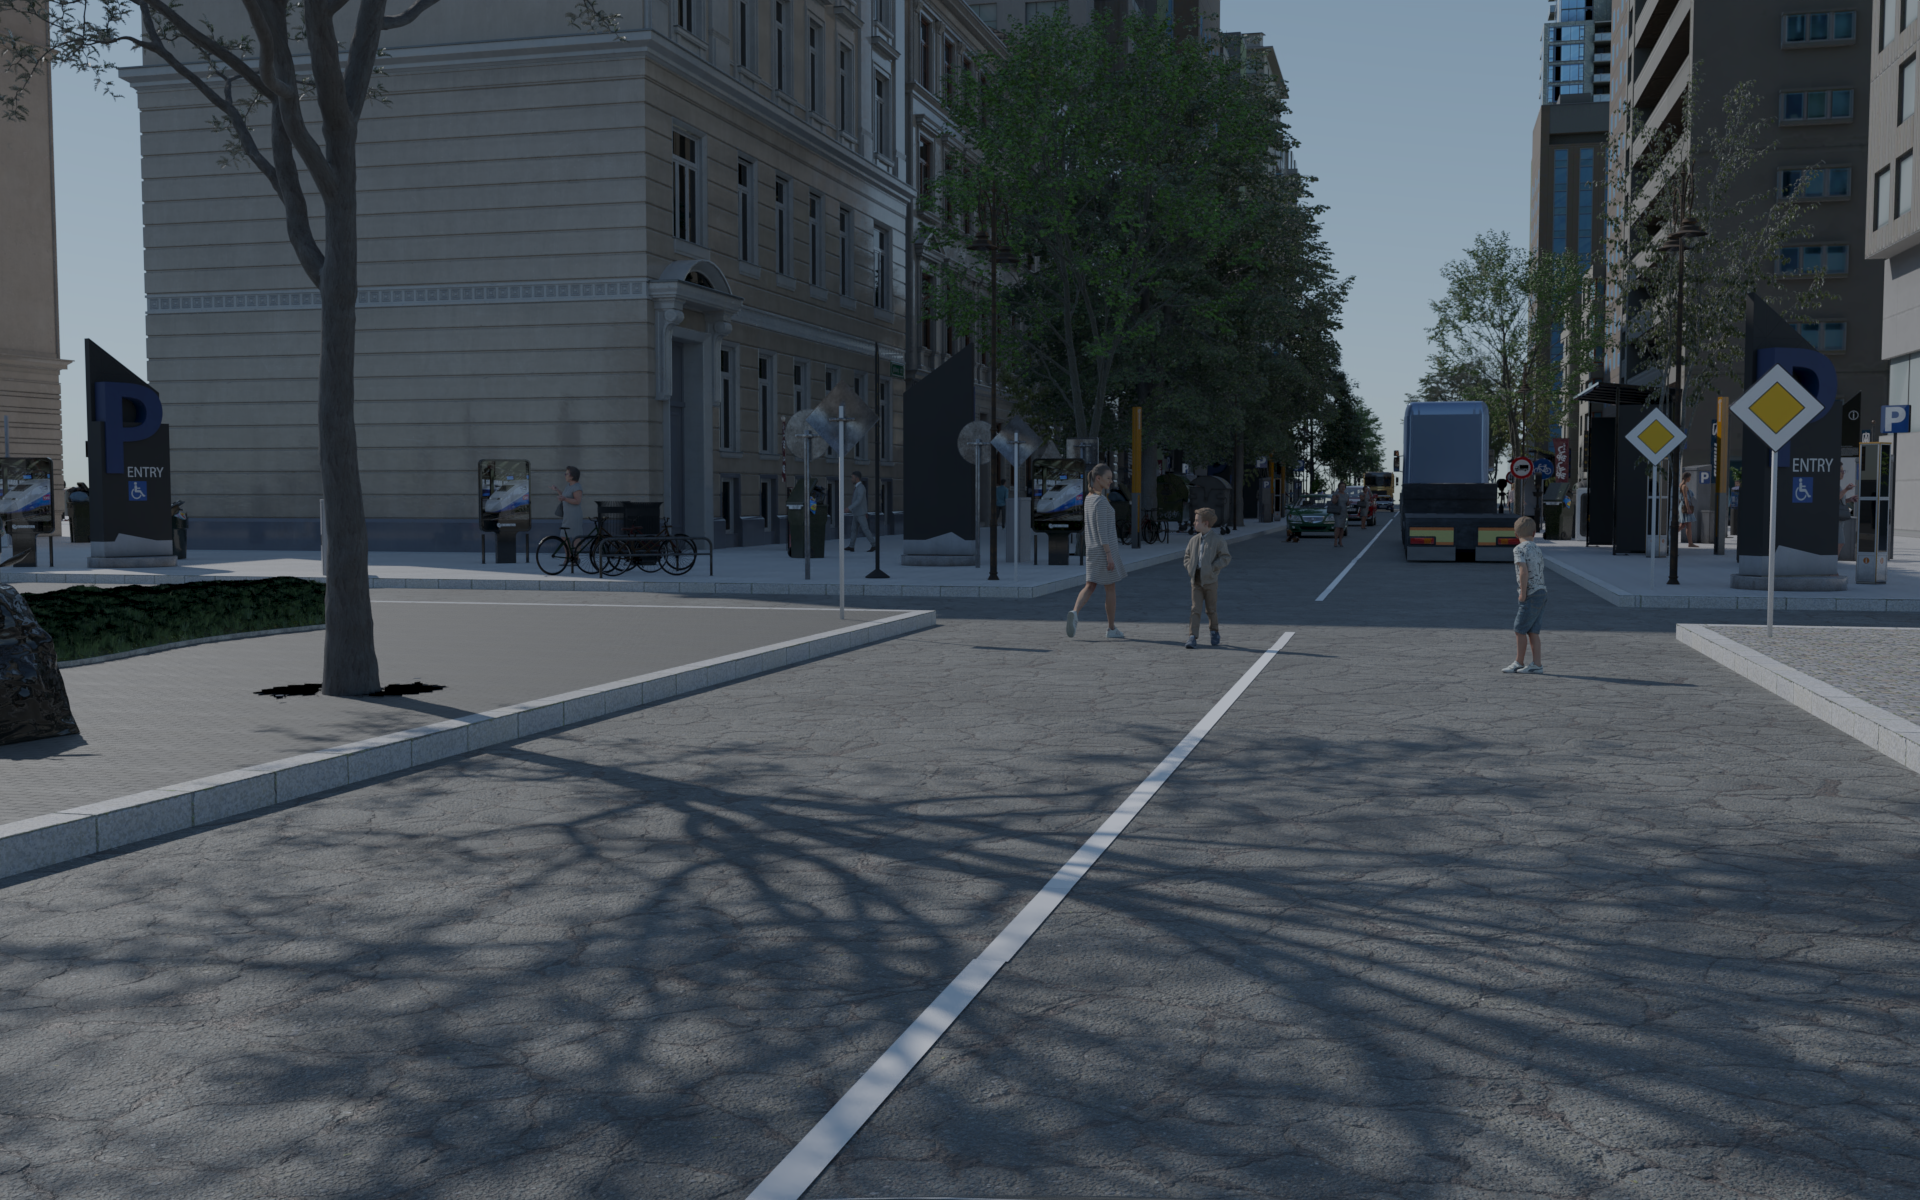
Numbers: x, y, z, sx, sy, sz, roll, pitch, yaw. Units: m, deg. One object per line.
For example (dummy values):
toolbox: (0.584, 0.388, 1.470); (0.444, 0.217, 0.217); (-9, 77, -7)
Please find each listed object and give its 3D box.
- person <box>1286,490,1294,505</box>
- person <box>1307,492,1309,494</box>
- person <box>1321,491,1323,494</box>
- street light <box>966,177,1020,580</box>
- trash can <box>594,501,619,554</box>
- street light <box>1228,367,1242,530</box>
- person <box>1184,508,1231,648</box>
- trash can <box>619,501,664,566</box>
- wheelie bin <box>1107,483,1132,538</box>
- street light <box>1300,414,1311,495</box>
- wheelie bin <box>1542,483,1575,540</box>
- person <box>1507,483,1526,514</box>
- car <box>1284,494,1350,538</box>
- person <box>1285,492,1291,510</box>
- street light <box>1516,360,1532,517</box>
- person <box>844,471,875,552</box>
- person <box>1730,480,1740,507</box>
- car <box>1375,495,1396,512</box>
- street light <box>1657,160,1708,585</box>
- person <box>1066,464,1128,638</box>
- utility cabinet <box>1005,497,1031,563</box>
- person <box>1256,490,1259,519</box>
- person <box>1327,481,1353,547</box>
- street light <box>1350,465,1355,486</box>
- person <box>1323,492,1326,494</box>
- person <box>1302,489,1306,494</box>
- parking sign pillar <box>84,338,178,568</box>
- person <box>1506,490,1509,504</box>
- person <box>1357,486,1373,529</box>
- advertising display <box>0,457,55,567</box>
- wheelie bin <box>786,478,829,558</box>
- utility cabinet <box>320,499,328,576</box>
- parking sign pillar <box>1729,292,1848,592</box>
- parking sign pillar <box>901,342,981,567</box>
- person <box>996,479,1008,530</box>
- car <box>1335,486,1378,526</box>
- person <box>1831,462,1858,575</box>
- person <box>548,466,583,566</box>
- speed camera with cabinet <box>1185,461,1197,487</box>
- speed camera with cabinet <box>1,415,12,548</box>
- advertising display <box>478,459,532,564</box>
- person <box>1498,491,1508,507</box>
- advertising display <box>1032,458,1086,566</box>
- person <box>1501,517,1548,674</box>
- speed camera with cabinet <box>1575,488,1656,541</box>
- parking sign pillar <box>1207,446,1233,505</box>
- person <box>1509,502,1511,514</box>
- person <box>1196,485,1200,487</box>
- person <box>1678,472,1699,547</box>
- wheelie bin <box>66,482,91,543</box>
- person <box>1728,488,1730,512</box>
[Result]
person: (39.332, -12.218, 205.793); (1.348, 1.826, 0.705); (2, 4, 25)
person: (32.229, -9.331, 161.790); (0.799, 1.438, 0.628); (-1, 4, -10)
person: (40.136, -11.325, 191.079); (0.709, 1.838, 0.599); (3, 4, 38)
street light: (0.500, -3.236, 25.694); (0.468, 5.910, 1.993); (1, 4, 15)
trash can: (-7.175, -1.476, 35.788); (0.748, 1.137, 0.748); (0, 3, 0)
street light: (9.742, -5.410, 61.235); (0.468, 5.910, 1.993); (1, 4, 15)
person: (2.313, -0.212, 16.233); (0.475, 1.303, 0.640); (2, 4, 24)
trash can: (-5.721, -1.199, 31.264); (0.748, 1.137, 0.748); (0, 3, 0)
wheelie bin: (4.701, -2.612, 50.620); (0.693, 1.594, 0.980); (1, 4, 21)
street light: (19.991, -7.771, 99.836); (0.468, 5.910, 1.993); (1, 4, 15)
wheelie bin: (16.714, -2.476, 48.388); (0.693, 1.594, 0.980); (-3, 4, -36)
person: (23.329, -4.018, 72.416); (0.731, 1.740, 0.598); (-1, 4, -10)
car: (12.015, -2.832, 58.103); (2.131, 1.459, 4.920); (1, 4, 15)
person: (25.826, -8.072, 137.975); (1.348, 1.831, 0.705); (-3, 5, -40)
street light: (19.419, -5.315, 59.692); (0.468, 5.910, 1.993); (1, 4, 15)
person: (-2.212, -1.959, 38.351); (0.850, 1.792, 0.678); (0, 4, -4)
person: (27.941, -3.410, 62.145); (0.444, 1.785, 0.601); (-2, 4, -33)
car: (33.785, -7.694, 138.378); (1.945, 1.354, 3.894); (1, 4, 13)
street light: (10.125, -3.157, 24.409); (0.468, 5.910, 1.993); (1, 4, 15)
person: (1.370, -0.483, 17.151); (0.466, 1.731, 0.760); (3, 5, 40)
utility cabinet: (1.100, -1.328, 32.867); (0.306, 1.237, 1.020); (1, 4, 13)
person: (13.872, -4.462, 79.550); (0.519, 1.759, 0.362); (1, 4, 9)
person: (10.323, -2.341, 47.131); (0.716, 1.782, 0.532); (-1, 4, -17)
street light: (41.171, -12.718, 180.734); (0.468, 5.910, 1.993); (1, 4, 15)
person: (35.584, -9.910, 168.797); (0.721, 1.735, 1.217); (2, 4, 31)
person: (39.553, -11.811, 199.159); (0.705, 1.824, 1.348); (-3, 5, -43)
parking sign pillar: (-14.628, -2.571, 30.505); (1.447, 3.967, 1.447); (2, 4, 32)
person: (69.619, -13.070, 219.764); (1.348, 1.821, 0.705); (2, 4, 28)
person: (16.547, -3.789, 70.815); (0.716, 1.782, 0.532); (-2, 4, -32)
advertising display: (-16.418, -1.538, 30.360); (0.974, 1.923, 0.123); (-1, 4, -16)
wheelie bin: (-3.064, -1.644, 34.781); (0.693, 1.594, 0.980); (-3, 5, -39)
utility cabinet: (-10.090, -1.014, 27.746); (0.306, 1.237, 1.020); (-1, 4, -21)
parking sign pillar: (11.215, -2.133, 23.343); (1.447, 3.967, 1.447); (-1, 4, -19)
parking sign pillar: (-0.348, -2.614, 31.207); (1.447, 3.967, 1.447); (1, 4, 18)
person: (1.426, -3.403, 61.702); (0.660, 1.820, 0.620); (2, 4, 31)
car: (17.892, -4.297, 78.923); (2.281, 1.827, 5.304); (1, 4, 15)
person: (13.388, -1.221, 26.359); (0.532, 1.782, 0.716); (2, 4, 32)
person: (-7.000, -1.488, 30.733); (0.532, 1.782, 0.716); (-3, 4, -36)
speed camera with cabinet: (11.207, -5.235, 79.921); (2.038, 3.252, 0.660); (0, 4, -7)
speed camera with cabinet: (-24.528, -3.043, 44.090); (0.660, 3.252, 2.038); (-2, 4, -35)
advertising display: (-8.405, -1.638, 32.002); (0.974, 1.923, 0.123); (-3, 4, -36)
person: (55.060, -10.343, 175.711); (0.990, 1.755, 0.434); (1, 4, 22)
advertising display: (1.778, -1.585, 31.133); (0.974, 1.923, 0.123); (1, 4, 16)
person: (4.515, -0.039, 13.819); (0.332, 1.250, 0.352); (0, 4, -8)
speed camera with cabinet: (17.670, -3.193, 46.542); (2.038, 3.252, 0.660); (3, 5, 41)
parking sign pillar: (11.524, -5.377, 76.394); (1.447, 3.967, 1.447); (-3, 5, -40)
person: (34.032, -5.945, 106.431); (0.799, 1.438, 0.628); (3, 4, 37)
person: (10.337, -4.209, 75.199); (0.601, 1.785, 0.444); (0, 4, 2)
person: (17.309, -2.159, 41.437); (0.778, 1.811, 0.616); (1, 4, 15)
wheelie bin: (-23.187, -2.314, 45.740); (0.693, 1.594, 0.980); (-3, 5, -41)
person: (23.510, -2.875, 53.388); (0.601, 1.785, 0.444); (-1, 4, -16)
